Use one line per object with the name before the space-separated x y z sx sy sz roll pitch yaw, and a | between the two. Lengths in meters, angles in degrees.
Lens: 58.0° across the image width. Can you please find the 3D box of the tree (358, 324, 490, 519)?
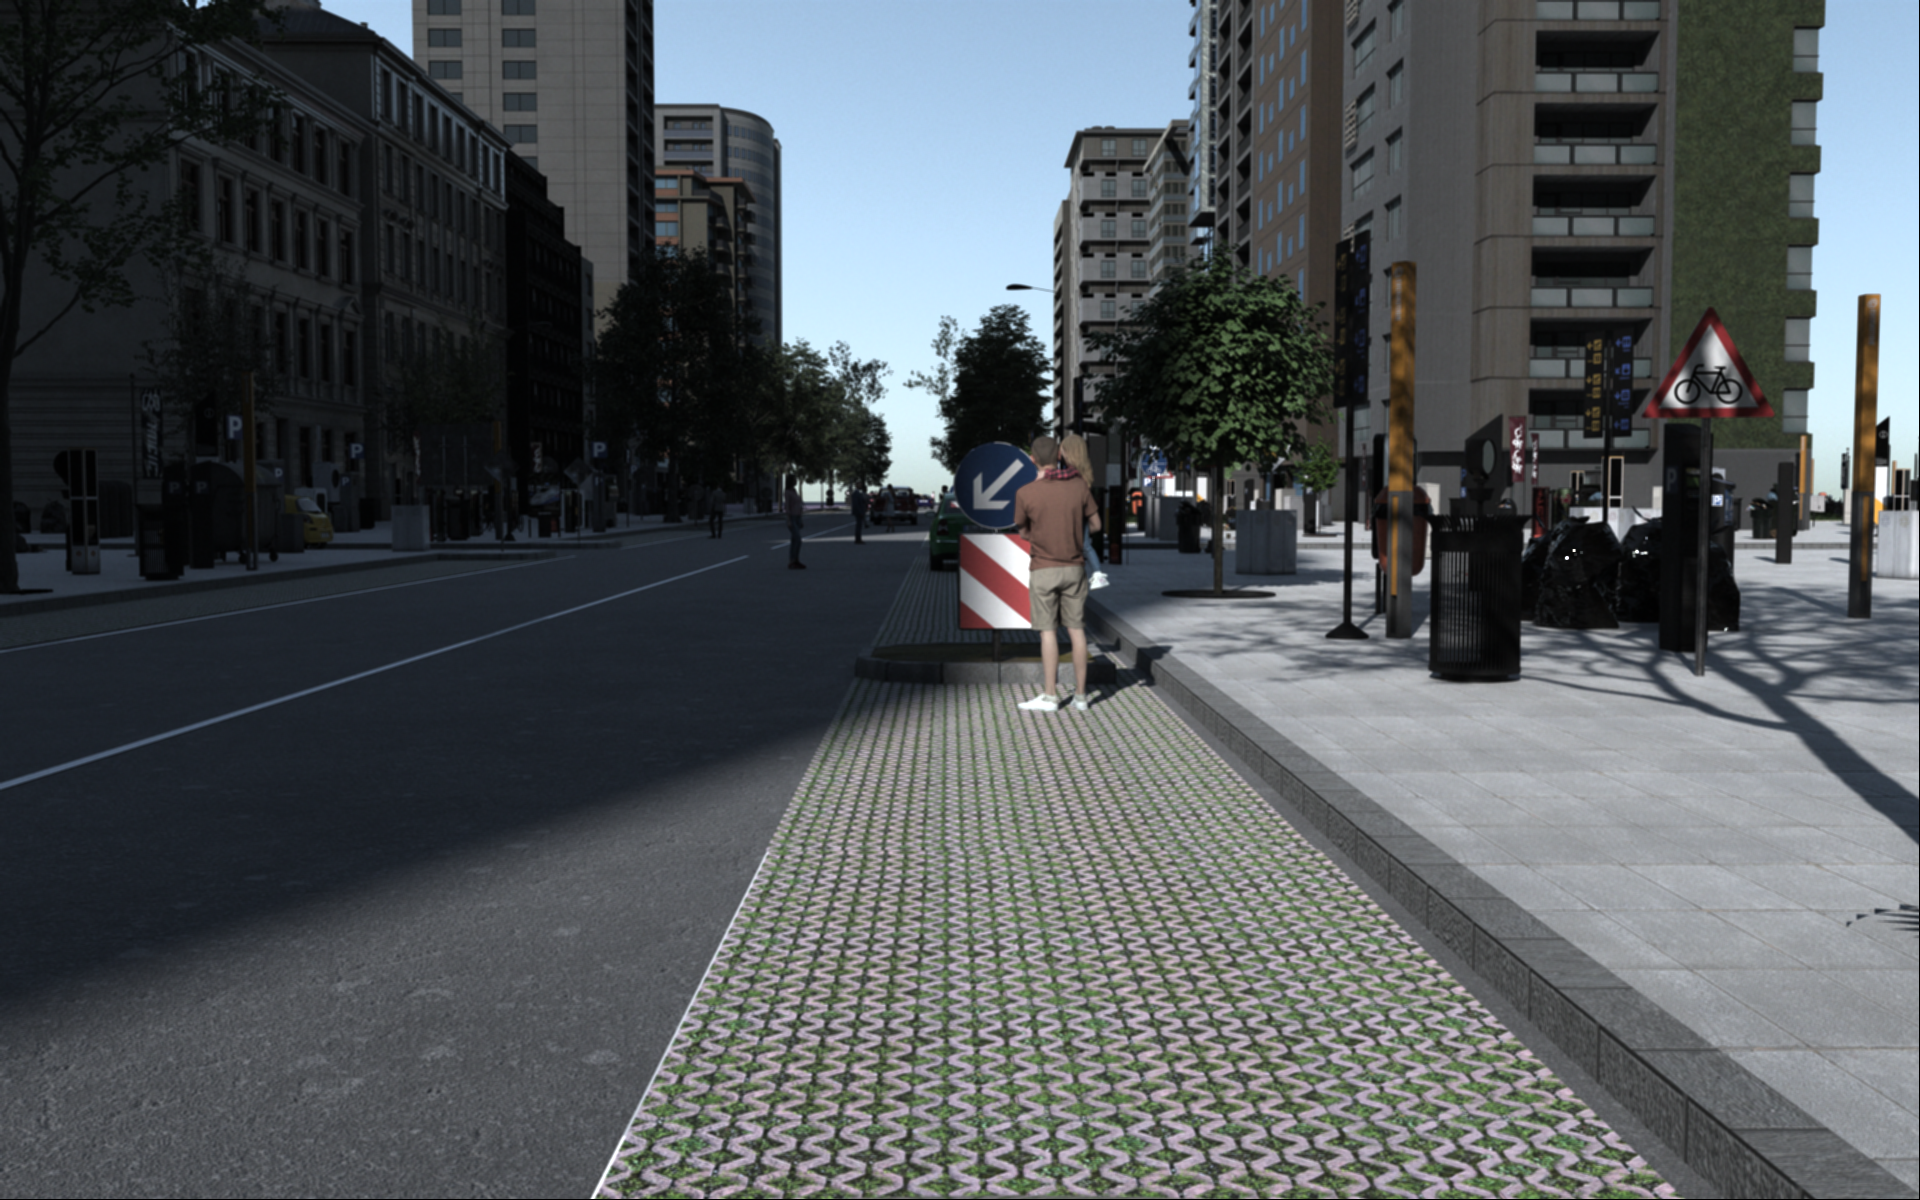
tree | -23.395 -7.588 74.430 4.360 8.622 3.978 0 3 0

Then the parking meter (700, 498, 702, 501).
parking meter | -15.796 -6.006 106.607 0.372 1.533 0.369 0 3 0

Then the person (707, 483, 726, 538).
person | -7.875 -2.900 56.094 0.592 1.802 0.473 -1 4 -21

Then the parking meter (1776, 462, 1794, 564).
parking meter | 15.218 -1.605 31.953 0.255 1.863 0.399 2 4 24

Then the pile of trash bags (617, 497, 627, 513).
pile of trash bags | -23.673 -6.562 117.041 3.447 1.369 1.912 -3 4 -38

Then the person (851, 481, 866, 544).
person | -2.923 -2.521 49.906 0.419 1.800 0.721 0 4 -5

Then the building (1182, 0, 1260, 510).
building | 25.937 -41.096 110.180 20.563 71.187 20.611 0 4 0

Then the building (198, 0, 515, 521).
building | -33.002 -18.082 92.910 12.463 27.353 25.104 0 4 0

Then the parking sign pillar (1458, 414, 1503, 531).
parking sign pillar | 17.552 -4.272 58.326 1.447 3.967 1.447 -1 4 -12

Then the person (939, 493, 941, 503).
person | -2.981 -15.572 264.578 0.415 1.643 0.593 1 4 18

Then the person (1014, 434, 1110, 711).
person | 0.687 -0.185 11.505 0.573 1.828 0.580 2 4 31

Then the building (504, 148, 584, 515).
building | -32.565 -17.357 113.465 12.332 23.373 15.834 0 4 0

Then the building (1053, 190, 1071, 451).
building | 25.853 -39.518 269.813 21.300 48.544 21.600 0 4 0

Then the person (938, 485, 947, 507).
person | -0.579 -3.893 72.420 0.850 1.792 0.678 -1 4 -9

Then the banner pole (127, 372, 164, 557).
banner pole | -16.833 -2.800 35.798 0.401 3.779 0.863 3 4 38

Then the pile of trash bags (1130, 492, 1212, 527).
pile of trash bags | 8.482 -3.634 69.166 3.447 1.369 1.912 1 4 22

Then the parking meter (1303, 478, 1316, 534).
parking meter | 11.204 -3.046 55.513 0.399 1.863 0.255 1 4 22

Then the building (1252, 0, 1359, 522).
building | 22.783 -26.635 85.589 14.600 45.320 14.200 0 4 0

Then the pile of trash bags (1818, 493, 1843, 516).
pile of trash bags | 50.762 -5.578 100.951 1.912 1.369 3.447 0 4 6

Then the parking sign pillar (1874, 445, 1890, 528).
parking sign pillar | 34.629 -4.712 65.516 1.447 3.967 1.447 0 4 2

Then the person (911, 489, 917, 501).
person | -3.346 -6.826 120.374 0.678 1.792 0.850 -1 4 -13

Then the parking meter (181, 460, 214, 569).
parking meter | -13.084 -1.473 29.788 0.399 1.863 0.255 -3 4 -39

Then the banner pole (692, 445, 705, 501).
banner pole | -13.374 -6.017 88.388 0.863 3.779 0.401 1 4 13

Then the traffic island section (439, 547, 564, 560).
traffic island section | -10.204 -0.995 38.556 2.009 0.180 2.903 0 4 0

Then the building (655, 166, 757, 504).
building | -39.147 -35.392 233.275 22.147 44.769 28.867 0 4 0

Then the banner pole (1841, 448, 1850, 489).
banner pole | 48.018 -6.360 94.000 0.401 3.779 0.863 0 4 1

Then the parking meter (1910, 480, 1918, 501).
parking meter | 39.582 -4.041 71.782 0.399 1.863 0.255 -2 4 -30

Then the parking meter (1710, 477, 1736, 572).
parking meter | 11.329 -1.062 25.781 0.372 1.533 0.369 0 3 0

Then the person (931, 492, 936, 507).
person | -2.985 -11.386 195.601 0.436 1.711 0.756 -1 4 -12

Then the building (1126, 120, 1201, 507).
building | 31.715 -29.344 171.661 32.217 40.220 23.993 0 4 0

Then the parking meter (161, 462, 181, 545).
parking meter | -14.068 -1.547 31.005 0.399 1.863 0.255 -2 4 -25

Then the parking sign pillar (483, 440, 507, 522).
parking sign pillar | -21.078 -5.542 79.090 1.447 3.967 1.447 1 4 11

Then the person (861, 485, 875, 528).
person | -4.044 -3.923 72.918 0.850 1.792 0.678 3 5 40

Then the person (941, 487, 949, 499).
person | -0.673 -4.633 84.210 0.622 1.834 0.822 2 4 34

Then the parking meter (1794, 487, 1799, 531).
parking meter | 27.610 -3.002 57.487 0.372 1.533 0.369 0 3 0

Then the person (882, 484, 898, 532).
person | -2.574 -3.435 64.763 0.616 1.811 0.778 -2 4 -29

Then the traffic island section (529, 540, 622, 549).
traffic island section | -10.258 -1.484 46.540 2.009 0.180 2.903 0 4 0

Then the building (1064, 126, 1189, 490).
building | 29.882 -40.111 245.045 28.713 52.752 27.495 0 4 0

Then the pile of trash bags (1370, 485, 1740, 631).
pile of trash bags | 5.860 -0.461 17.283 3.447 1.369 1.912 1 4 13

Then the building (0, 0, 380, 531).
building | -32.545 -14.298 69.925 11.583 22.565 21.152 0 4 0

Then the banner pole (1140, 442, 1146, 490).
banner pole | 8.807 -5.715 83.458 0.401 3.779 0.863 -1 4 -22

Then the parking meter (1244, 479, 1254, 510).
parking meter | 11.134 -3.731 66.719 0.255 1.863 0.399 -1 4 -18

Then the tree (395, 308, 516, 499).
tree | -19.618 -7.177 67.713 4.737 8.622 4.395 0 3 0

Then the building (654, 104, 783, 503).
building | -38.744 -44.035 261.963 21.231 58.520 28.212 0 4 0

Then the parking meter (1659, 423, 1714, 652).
parking meter | 5.928 -0.516 14.143 0.255 1.863 0.399 0 4 -4

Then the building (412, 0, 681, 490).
building | -36.837 -44.093 159.174 20.563 71.187 20.611 0 4 0

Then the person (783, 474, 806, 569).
person | -3.170 -1.499 33.022 0.388 1.821 0.555 1 4 11

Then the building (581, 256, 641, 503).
building | -41.314 -17.793 135.950 27.650 21.520 28.899 0 4 0

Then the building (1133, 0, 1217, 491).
building | 27.248 -50.708 141.739 22.319 86.520 31.000 0 4 0

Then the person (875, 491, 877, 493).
person | -9.947 -12.083 206.066 0.705 1.823 1.348 2 4 35

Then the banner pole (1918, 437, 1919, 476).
banner pole | 41.630 -5.193 74.922 0.401 3.779 0.863 0 4 -3

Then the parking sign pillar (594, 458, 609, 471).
parking sign pillar | -22.420 -7.366 108.902 1.447 3.967 1.447 2 4 28

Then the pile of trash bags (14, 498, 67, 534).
pile of trash bags | -30.939 -2.864 56.582 3.447 1.369 1.912 -1 4 -12

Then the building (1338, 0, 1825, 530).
building | 23.357 -23.473 67.373 14.086 41.232 14.154 0 4 0

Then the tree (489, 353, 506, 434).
tree | -23.618 -8.116 83.065 4.360 8.622 3.978 0 3 0

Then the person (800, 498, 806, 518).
person | -9.515 -5.523 103.810 0.505 1.210 0.382 -2 4 -26
